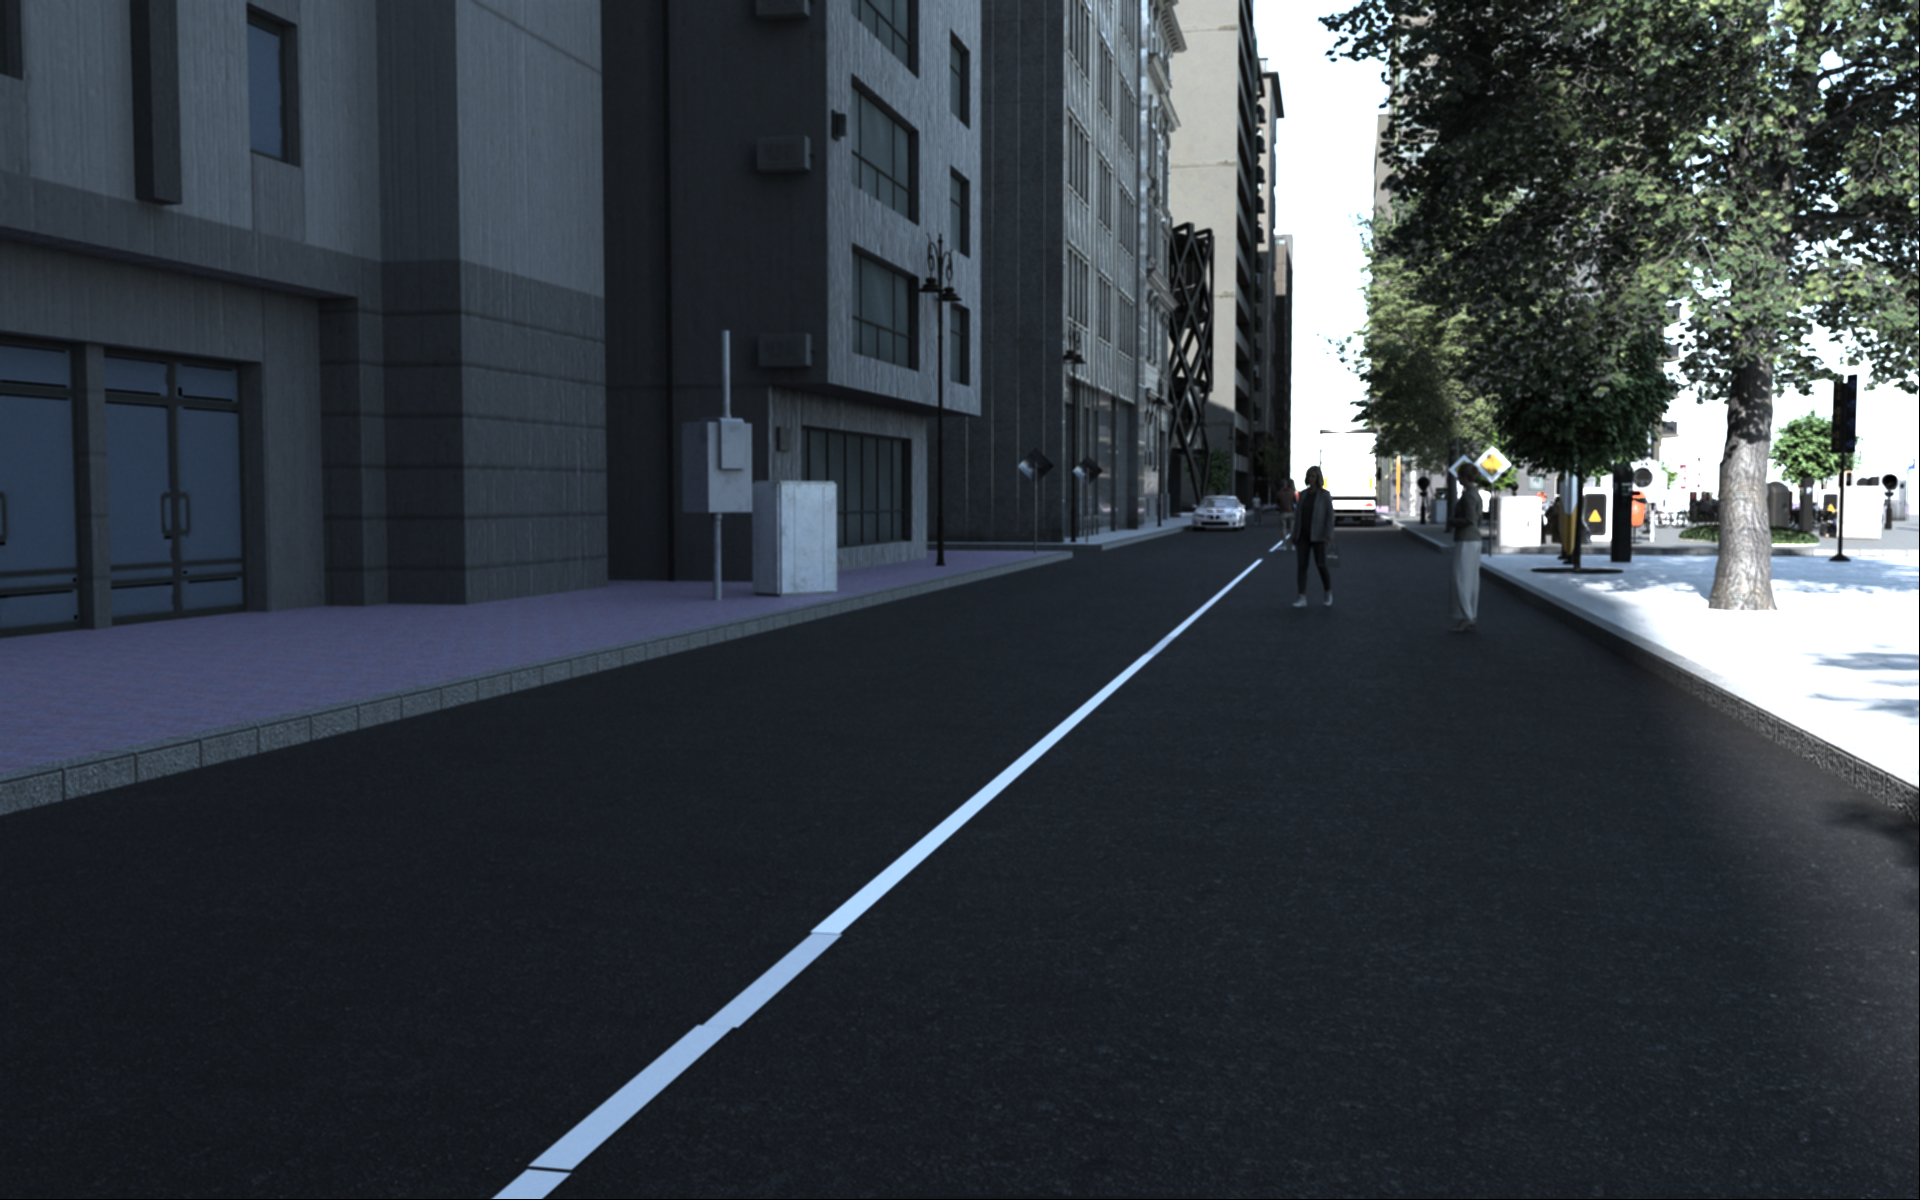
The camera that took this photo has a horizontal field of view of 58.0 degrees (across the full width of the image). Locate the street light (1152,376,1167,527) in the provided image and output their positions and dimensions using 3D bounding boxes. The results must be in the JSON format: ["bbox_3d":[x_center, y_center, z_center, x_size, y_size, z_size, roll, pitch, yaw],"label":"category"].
[{"bbox_3d":[7.879,-5.840,68.275,0.468,5.910,1.993,1,4,12],"label":"street light"}]

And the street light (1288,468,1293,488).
[{"bbox_3d":[51.745,-18.146,269.469,0.468,5.910,1.993,1,4,12],"label":"street light"}]

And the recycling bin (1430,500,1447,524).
[{"bbox_3d":[20.929,-3.843,75.385,0.722,1.027,0.722,0,4,-6],"label":"recycling bin"}]

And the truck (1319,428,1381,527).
[{"bbox_3d":[17.881,-5.536,79.431,2.839,4.237,11.283,1,4,13],"label":"truck"}]

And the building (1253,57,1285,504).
[{"bbox_3d":[25.481,-38.380,216.752,28.713,52.752,27.495,1,4,12],"label":"building"}]

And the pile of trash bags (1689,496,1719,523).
[{"bbox_3d":[37.960,-4.705,86.672,3.447,1.369,1.912,2,4,23],"label":"pile of trash bags"}]

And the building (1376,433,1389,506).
[{"bbox_3d":[53.181,-52.543,171.752,22.319,86.520,31.000,1,4,12],"label":"building"}]

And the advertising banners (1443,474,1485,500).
[{"bbox_3d":[22.182,-4.872,75.848,2.074,3.025,0.090,0,4,-2],"label":"advertising banners"}]

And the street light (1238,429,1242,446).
[{"bbox_3d":[19.296,-9.033,120.479,0.468,5.910,1.993,1,4,12],"label":"street light"}]

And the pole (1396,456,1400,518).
[{"bbox_3d":[23.350,-6.024,92.343,0.158,3.312,0.155,0,3,0],"label":"pole"}]

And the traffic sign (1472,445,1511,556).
[{"bbox_3d":[10.911,-1.954,35.583,0.795,2.450,0.064,1,4,12],"label":"traffic sign"}]

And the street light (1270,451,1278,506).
[{"bbox_3d":[33.779,-13.124,187.364,0.468,5.910,1.993,1,4,12],"label":"street light"}]

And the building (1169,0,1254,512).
[{"bbox_3d":[10.858,-31.055,131.446,21.300,48.544,21.600,1,4,12],"label":"building"}]

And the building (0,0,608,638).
[{"bbox_3d":[-18.098,-28.670,10.755,21.231,58.520,28.212,1,4,12],"label":"building"}]

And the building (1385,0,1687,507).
[{"bbox_3d":[46.985,-29.919,143.795,22.147,44.769,28.867,1,4,12],"label":"building"}]

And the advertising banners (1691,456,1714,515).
[{"bbox_3d":[34.980,-5.210,81.372,0.090,3.025,2.074,3,5,45],"label":"advertising banners"}]

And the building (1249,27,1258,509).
[{"bbox_3d":[17.922,-28.444,148.656,14.154,41.232,14.086,1,4,12],"label":"building"}]

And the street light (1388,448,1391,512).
[{"bbox_3d":[30.568,-9.198,123.176,0.468,5.910,1.993,1,4,12],"label":"street light"}]

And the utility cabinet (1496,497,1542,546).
[{"bbox_3d":[13.806,-1.934,42.787,1.020,1.237,0.306,0,4,0],"label":"utility cabinet"}]

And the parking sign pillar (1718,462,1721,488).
[{"bbox_3d":[44.838,-6.865,100.709,1.447,3.967,1.447,-3,5,-41],"label":"parking sign pillar"}]

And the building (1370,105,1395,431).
[{"bbox_3d":[60.668,-35.773,208.598,21.300,48.544,21.600,1,4,12],"label":"building"}]

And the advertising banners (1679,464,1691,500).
[{"bbox_3d":[42.914,-6.428,101.283,2.074,3.025,0.090,-1,4,-12],"label":"advertising banners"}]

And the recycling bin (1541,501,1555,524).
[{"bbox_3d":[21.091,-3.068,62.722,0.722,1.027,0.722,-3,5,-44],"label":"recycling bin"}]

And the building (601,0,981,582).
[{"bbox_3d":[-7.167,-15.939,32.300,14.107,30.474,14.160,1,4,12],"label":"building"}]

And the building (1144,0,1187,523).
[{"bbox_3d":[2.147,-17.722,77.140,14.401,28.519,23.554,1,4,12],"label":"building"}]

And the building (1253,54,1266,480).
[{"bbox_3d":[18.581,-31.606,171.380,22.147,44.769,28.867,1,4,12],"label":"building"}]

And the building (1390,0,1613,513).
[{"bbox_3d":[38.100,-26.910,123.577,14.154,41.232,14.086,1,4,12],"label":"building"}]

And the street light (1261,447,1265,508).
[{"bbox_3d":[28.907,-11.772,165.262,0.468,5.910,1.993,1,4,12],"label":"street light"}]

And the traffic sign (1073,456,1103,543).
[{"bbox_3d":[3.338,-2.555,45.420,0.795,2.450,0.064,1,4,12],"label":"traffic sign"}]

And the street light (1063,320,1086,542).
[{"bbox_3d":[3.031,-4.484,46.108,0.468,5.910,1.993,1,4,12],"label":"street light"}]

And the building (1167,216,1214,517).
[{"bbox_3d":[5.648,-14.058,97.294,16.820,18.784,16.811,1,4,12],"label":"building"}]

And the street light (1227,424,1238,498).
[{"bbox_3d":[17.610,-8.556,112.677,0.468,5.910,1.993,1,4,12],"label":"street light"}]

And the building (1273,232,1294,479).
[{"bbox_3d":[43.629,-35.591,265.502,14.154,41.232,14.086,1,4,12],"label":"building"}]

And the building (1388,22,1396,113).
[{"bbox_3d":[72.073,-50.179,258.675,20.563,71.187,20.611,1,4,12],"label":"building"}]

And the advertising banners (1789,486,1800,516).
[{"bbox_3d":[40.496,-5.416,84.732,0.090,3.025,2.074,-2,4,-32],"label":"advertising banners"}]

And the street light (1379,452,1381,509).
[{"bbox_3d":[35.277,-10.552,145.313,0.468,5.910,1.993,1,4,12],"label":"street light"}]

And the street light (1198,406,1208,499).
[{"bbox_3d":[12.698,-7.205,90.584,0.468,5.910,1.993,1,4,12],"label":"street light"}]

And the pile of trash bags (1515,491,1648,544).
[{"bbox_3d":[15.961,-2.147,44.859,3.447,1.369,1.912,2,4,24],"label":"pile of trash bags"}]

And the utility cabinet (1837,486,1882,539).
[{"bbox_3d":[25.756,-2.504,49.619,0.318,1.500,1.173,-2,4,-26],"label":"utility cabinet"}]

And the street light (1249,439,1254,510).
[{"bbox_3d":[24.041,-10.399,142.803,0.468,5.910,1.993,1,4,12],"label":"street light"}]

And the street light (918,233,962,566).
[{"bbox_3d":[-0.349,-3.555,30.913,0.468,5.910,1.993,1,4,12],"label":"street light"}]

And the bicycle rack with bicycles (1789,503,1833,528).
[{"bbox_3d":[35.135,-3.601,72.263,2.852,0.926,2.925,1,4,22],"label":"bicycle rack with bicycles"}]

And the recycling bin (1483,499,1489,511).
[{"bbox_3d":[27.086,-4.661,88.757,0.722,1.027,0.722,0,4,3],"label":"recycling bin"}]

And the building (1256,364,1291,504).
[{"bbox_3d":[32.604,-24.554,246.503,27.650,21.520,28.899,1,4,12],"label":"building"}]

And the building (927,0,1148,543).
[{"bbox_3d":[-1.074,-14.535,55.666,12.078,24.808,19.932,1,4,12],"label":"building"}]

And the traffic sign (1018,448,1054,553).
[{"bbox_3d":[1.638,-2.078,37.617,0.795,2.450,0.064,1,4,12],"label":"traffic sign"}]

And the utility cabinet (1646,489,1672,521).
[{"bbox_3d":[33.126,-4.489,82.080,0.318,1.500,1.173,-2,4,-32],"label":"utility cabinet"}]

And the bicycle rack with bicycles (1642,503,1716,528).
[{"bbox_3d":[27.488,-3.217,65.981,2.852,0.926,2.925,-2,4,-27],"label":"bicycle rack with bicycles"}]
